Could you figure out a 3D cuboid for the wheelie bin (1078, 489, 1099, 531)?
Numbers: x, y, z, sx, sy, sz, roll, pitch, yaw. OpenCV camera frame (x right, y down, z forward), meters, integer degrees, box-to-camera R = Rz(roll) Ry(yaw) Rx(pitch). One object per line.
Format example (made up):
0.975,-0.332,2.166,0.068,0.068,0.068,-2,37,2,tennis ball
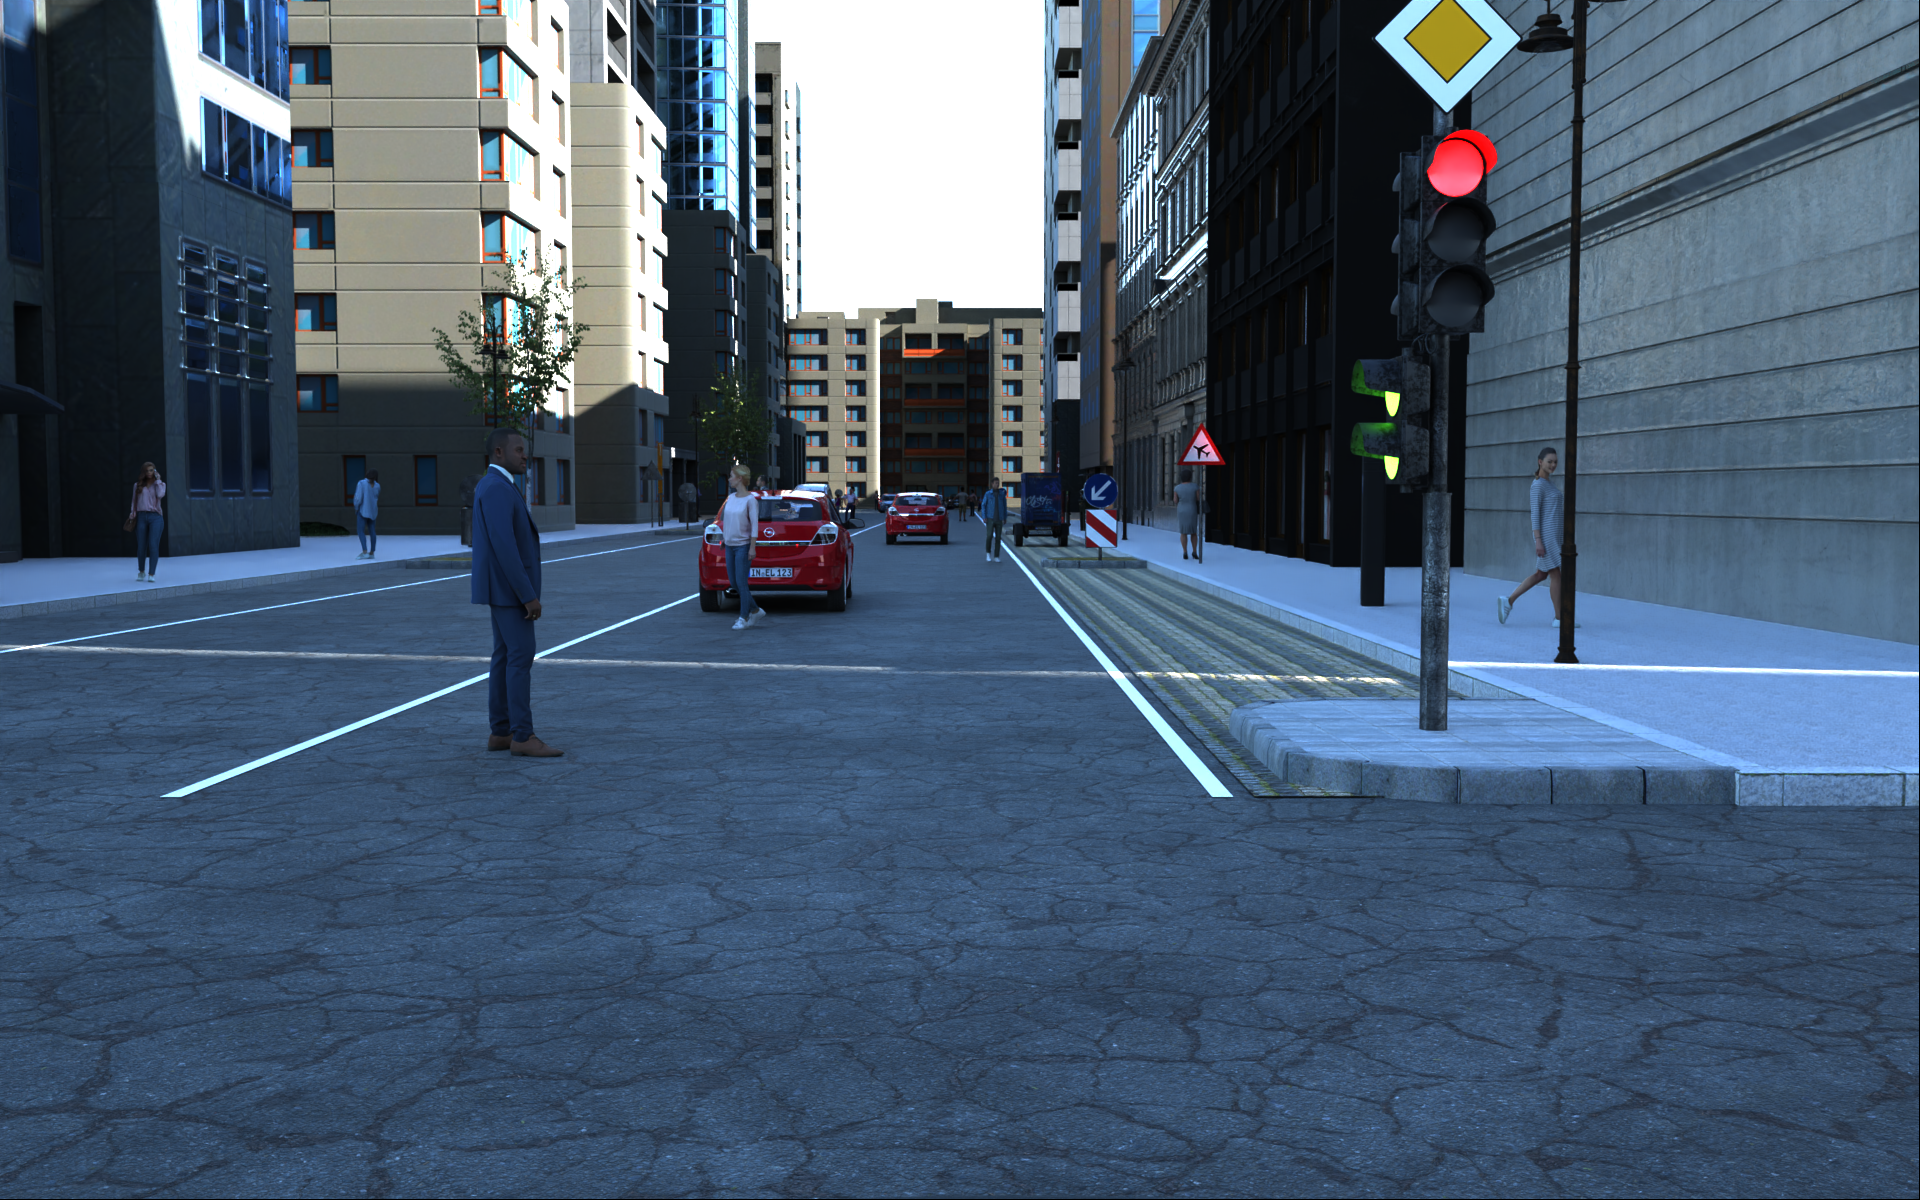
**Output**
4.506,-3.207,60.340,0.693,1.594,0.980,-1,4,-15,wheelie bin

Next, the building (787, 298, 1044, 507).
-2.581,-20.755,184.384,28.899,21.520,27.650,0,3,0,building

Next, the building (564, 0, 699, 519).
-25.325,-40.094,93.782,20.563,71.187,20.611,0,3,0,building

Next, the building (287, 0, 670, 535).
-27.684,-13.617,67.678,27.650,21.520,28.899,0,3,0,building

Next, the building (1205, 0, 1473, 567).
12.681,-12.714,37.559,12.332,23.373,15.834,0,3,0,building

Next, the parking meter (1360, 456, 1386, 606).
4.753,-0.869,19.916,0.255,1.863,0.399,1,4,11,parking meter

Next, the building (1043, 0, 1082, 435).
20.977,-33.939,144.144,28.713,52.752,27.495,0,3,0,building

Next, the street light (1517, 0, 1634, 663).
4.623,-2.461,13.025,0.468,5.910,1.993,0,3,0,street light

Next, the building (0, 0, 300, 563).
-25.184,-43.504,23.965,22.319,86.520,31.000,0,3,0,building

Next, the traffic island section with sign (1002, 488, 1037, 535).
2.593,-3.203,61.004,1.989,1.847,2.006,0,3,0,traffic island section with sign

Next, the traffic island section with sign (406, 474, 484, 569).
-9.618,-1.555,34.053,1.989,1.847,2.006,0,3,0,traffic island section with sign

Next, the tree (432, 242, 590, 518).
-12.770,-6.109,50.247,4.737,8.622,4.395,0,3,0,tree

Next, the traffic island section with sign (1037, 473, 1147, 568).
2.600,-1.555,34.049,1.989,1.847,2.006,0,3,0,traffic island section with sign

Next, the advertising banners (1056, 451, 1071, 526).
4.147,-4.487,69.544,0.090,3.025,2.074,-1,4,-12,advertising banners

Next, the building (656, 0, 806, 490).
-29.674,-50.974,146.103,31.000,86.520,22.319,0,3,0,building

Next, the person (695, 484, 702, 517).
-14.403,-5.461,95.190,0.709,1.838,0.599,2,4,33,person

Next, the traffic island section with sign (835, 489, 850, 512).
-9.665,-7.961,138.796,1.989,1.847,2.006,0,3,0,traffic island section with sign

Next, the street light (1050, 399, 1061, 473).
4.625,-6.805,84.055,0.468,5.910,1.993,0,3,0,street light

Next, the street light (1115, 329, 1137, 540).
4.627,-4.630,48.489,0.468,5.910,1.993,0,3,0,street light

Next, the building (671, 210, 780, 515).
-27.854,-16.818,120.006,27.650,21.520,28.899,0,3,0,building

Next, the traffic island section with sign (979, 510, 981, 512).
2.562,-8.006,139.519,1.989,1.847,2.006,0,3,0,traffic island section with sign

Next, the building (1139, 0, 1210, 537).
11.962,-11.665,55.351,10.561,19.102,19.286,0,3,0,building

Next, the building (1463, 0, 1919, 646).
29.548,-14.846,19.142,44.131,29.872,17.030,0,3,0,building

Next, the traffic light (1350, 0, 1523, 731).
2.563,-1.249,9.336,0.839,4.253,0.868,0,3,0,traffic light

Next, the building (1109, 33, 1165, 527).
12.075,-13.801,74.802,9.793,20.994,18.267,0,3,0,building

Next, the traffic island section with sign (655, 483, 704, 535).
-9.635,-3.212,61.146,1.989,1.847,2.006,0,3,0,traffic island section with sign

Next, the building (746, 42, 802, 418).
-27.829,-34.000,179.595,21.600,48.544,21.300,0,3,0,building

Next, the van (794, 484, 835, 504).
-5.882,-3.758,68.453,2.013,2.044,4.112,0,4,0,van

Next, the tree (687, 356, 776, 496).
-12.431,-8.700,92.610,4.737,8.622,4.395,0,3,0,tree

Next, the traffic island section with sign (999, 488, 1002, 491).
2.569,-6.323,112.005,1.989,1.847,2.006,0,3,0,traffic island section with sign

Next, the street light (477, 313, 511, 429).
-11.913,-4.382,44.439,0.468,5.910,1.993,0,3,0,street light

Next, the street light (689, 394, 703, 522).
-12.029,-6.502,79.089,0.468,5.910,1.993,0,3,0,street light

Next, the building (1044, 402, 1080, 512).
17.572,-49.006,113.919,22.319,86.520,31.000,0,3,0,building

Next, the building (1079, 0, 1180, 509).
13.858,-27.043,92.267,14.600,45.320,14.200,0,3,0,building
